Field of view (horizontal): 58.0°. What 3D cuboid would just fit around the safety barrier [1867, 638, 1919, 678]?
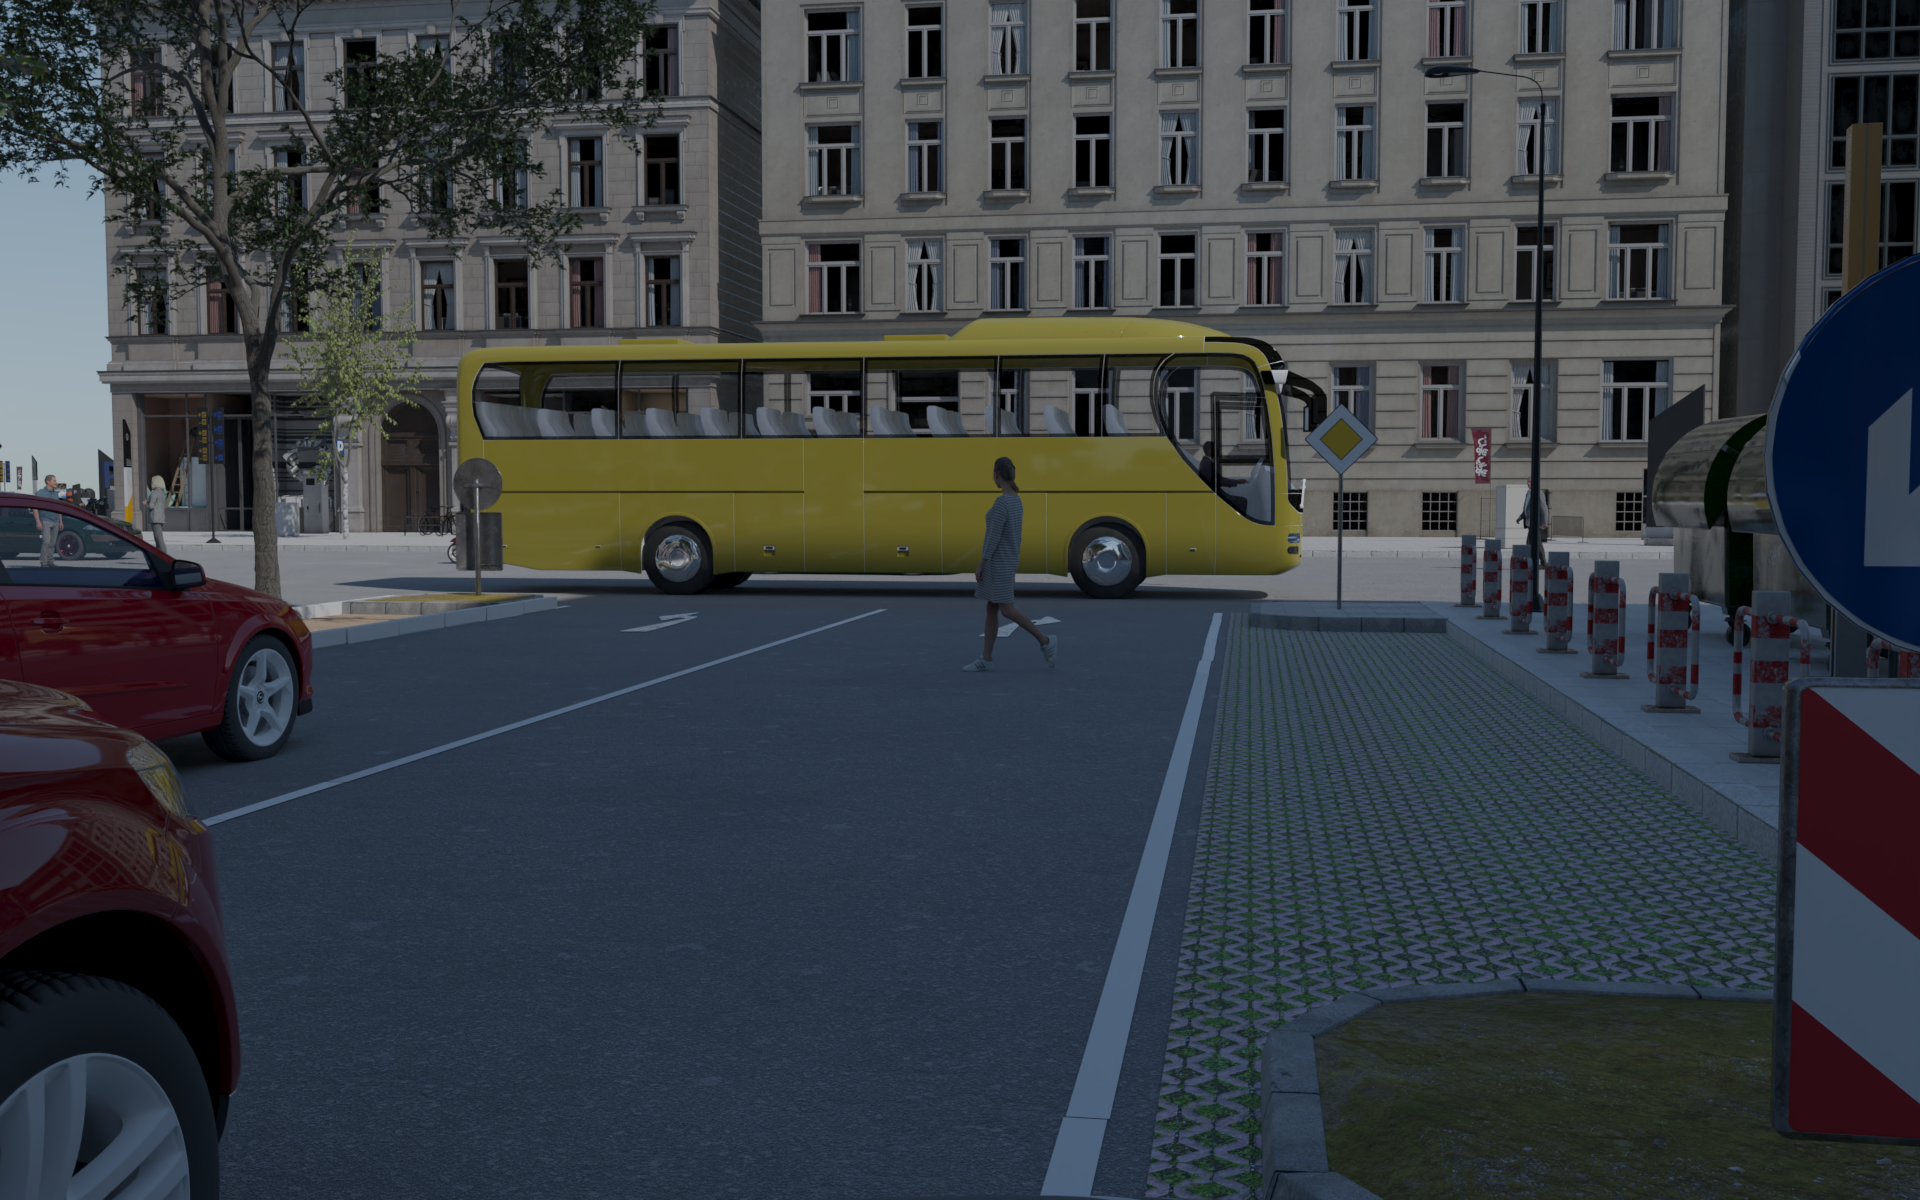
[{"bbox_3d":[3.559,0.482,6.398,0.300,0.817,1.120,1,4,9],"label":"safety barrier"}]

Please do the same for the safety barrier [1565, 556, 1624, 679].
[{"bbox_3d":[4.506,0.134,12.086,0.300,0.817,1.120,1,4,9],"label":"safety barrier"}]

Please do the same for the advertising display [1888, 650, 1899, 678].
[{"bbox_3d":[6.098,-0.338,10.744,0.974,1.923,0.123,-2,4,-26],"label":"advertising display"}]

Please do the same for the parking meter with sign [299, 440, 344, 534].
[{"bbox_3d":[-20.800,-3.648,55.901,1.738,3.016,0.543,0,4,7],"label":"parking meter with sign"}]

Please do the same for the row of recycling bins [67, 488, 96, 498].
[{"bbox_3d":[-60.594,-6.815,118.532,3.534,1.692,1.069,1,4,22],"label":"row of recycling bins"}]

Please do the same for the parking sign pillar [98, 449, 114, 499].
[{"bbox_3d":[-51.276,-7.099,104.540,1.447,3.967,1.447,2,4,26],"label":"parking sign pillar"}]

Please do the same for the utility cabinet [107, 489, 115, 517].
[{"bbox_3d":[-38.618,-4.336,79.567,0.318,1.500,1.173,1,4,11],"label":"utility cabinet"}]

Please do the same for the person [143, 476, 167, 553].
[{"bbox_3d":[-16.218,-1.600,34.841,0.526,1.800,0.537,0,4,1],"label":"person"}]

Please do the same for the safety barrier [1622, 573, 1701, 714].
[{"bbox_3d":[4.192,0.250,10.195,0.300,0.817,1.120,1,4,9],"label":"safety barrier"}]

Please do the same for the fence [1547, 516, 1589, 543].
[{"bbox_3d":[16.372,-1.916,46.708,0.278,0.683,2.069,0,4,-5],"label":"fence"}]

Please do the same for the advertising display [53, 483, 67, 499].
[{"bbox_3d":[-53.207,-5.929,102.145,0.974,1.923,0.123,-3,5,-42],"label":"advertising display"}]

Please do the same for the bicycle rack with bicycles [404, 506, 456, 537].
[{"bbox_3d":[-15.849,-2.454,53.506,2.925,0.926,2.852,3,4,36],"label":"bicycle rack with bicycles"}]

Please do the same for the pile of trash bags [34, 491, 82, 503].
[{"bbox_3d":[-28.047,-2.634,52.824,1.912,1.369,3.447,-2,4,-30],"label":"pile of trash bags"}]

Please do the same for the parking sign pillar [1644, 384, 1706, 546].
[{"bbox_3d":[17.789,-3.334,42.989,1.447,3.967,1.447,3,4,37],"label":"parking sign pillar"}]

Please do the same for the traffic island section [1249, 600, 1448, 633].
[{"bbox_3d":[4.245,0.182,19.306,2.009,0.180,2.903,1,4,9],"label":"traffic island section"}]

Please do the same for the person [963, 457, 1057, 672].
[{"bbox_3d":[0.399,-0.290,13.997,0.760,1.731,0.466,-1,4,-13],"label":"person"}]

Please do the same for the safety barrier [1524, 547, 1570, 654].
[{"bbox_3d":[4.825,0.018,13.976,0.300,0.817,1.120,1,4,9],"label":"safety barrier"}]

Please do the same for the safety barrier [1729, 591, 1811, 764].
[{"bbox_3d":[3.875,0.366,8.296,0.300,0.817,1.120,1,4,9],"label":"safety barrier"}]

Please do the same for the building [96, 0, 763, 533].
[{"bbox_3d":[-26.696,-12.924,62.216,40.483,20.767,10.553,1,4,9],"label":"building"}]

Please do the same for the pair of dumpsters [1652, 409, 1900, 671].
[{"bbox_3d":[6.864,-0.696,13.880,1.574,2.255,4.437,1,4,9],"label":"pair of dumpsters"}]

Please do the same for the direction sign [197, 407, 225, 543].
[{"bbox_3d":[-19.540,-3.256,45.235,0.876,3.537,0.379,1,4,22],"label":"direction sign"}]

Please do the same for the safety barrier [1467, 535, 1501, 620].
[{"bbox_3d":[5.457,-0.213,17.759,0.300,0.817,1.120,1,4,9],"label":"safety barrier"}]

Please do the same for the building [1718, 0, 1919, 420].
[{"bbox_3d":[38.663,-14.360,53.861,30.058,24.678,14.314,1,4,9],"label":"building"}]

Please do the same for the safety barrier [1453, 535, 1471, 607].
[{"bbox_3d":[5.769,-0.329,19.654,0.300,0.817,1.120,1,4,9],"label":"safety barrier"}]

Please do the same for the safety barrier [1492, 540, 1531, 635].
[{"bbox_3d":[5.138,-0.097,15.869,0.300,0.817,1.120,1,4,9],"label":"safety barrier"}]

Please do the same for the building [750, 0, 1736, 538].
[{"bbox_3d":[9.016,-13.797,58.860,30.059,22.955,16.112,1,4,9],"label":"building"}]

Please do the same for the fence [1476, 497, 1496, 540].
[{"bbox_3d":[15.608,-2.321,49.152,2.264,1.192,0.480,-2,4,-25],"label":"fence"}]

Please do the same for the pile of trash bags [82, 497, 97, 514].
[{"bbox_3d":[-53.840,-5.887,106.012,1.912,1.369,3.447,0,4,-6],"label":"pile of trash bags"}]

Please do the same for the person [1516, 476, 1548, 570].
[{"bbox_3d":[10.730,-1.450,32.599,0.834,1.777,0.661,-1,4,-19],"label":"person"}]

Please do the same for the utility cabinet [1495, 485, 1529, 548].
[{"bbox_3d":[13.129,-1.967,40.836,1.173,1.500,0.318,-2,4,-33],"label":"utility cabinet"}]

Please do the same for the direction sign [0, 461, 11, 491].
[{"bbox_3d":[-64.913,-7.688,117.695,0.379,3.537,0.876,2,4,24],"label":"direction sign"}]

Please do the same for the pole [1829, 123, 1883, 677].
[{"bbox_3d":[5.001,-0.968,9.677,0.158,3.312,0.155,0,3,0],"label":"pole"}]

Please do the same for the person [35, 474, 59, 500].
[{"bbox_3d":[-17.508,-1.510,33.309,0.434,1.807,0.598,2,4,29],"label":"person"}]

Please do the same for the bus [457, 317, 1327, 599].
[{"bbox_3d":[-1.010,-2.052,25.095,12.252,3.916,2.896,1,4,9],"label":"bus"}]
